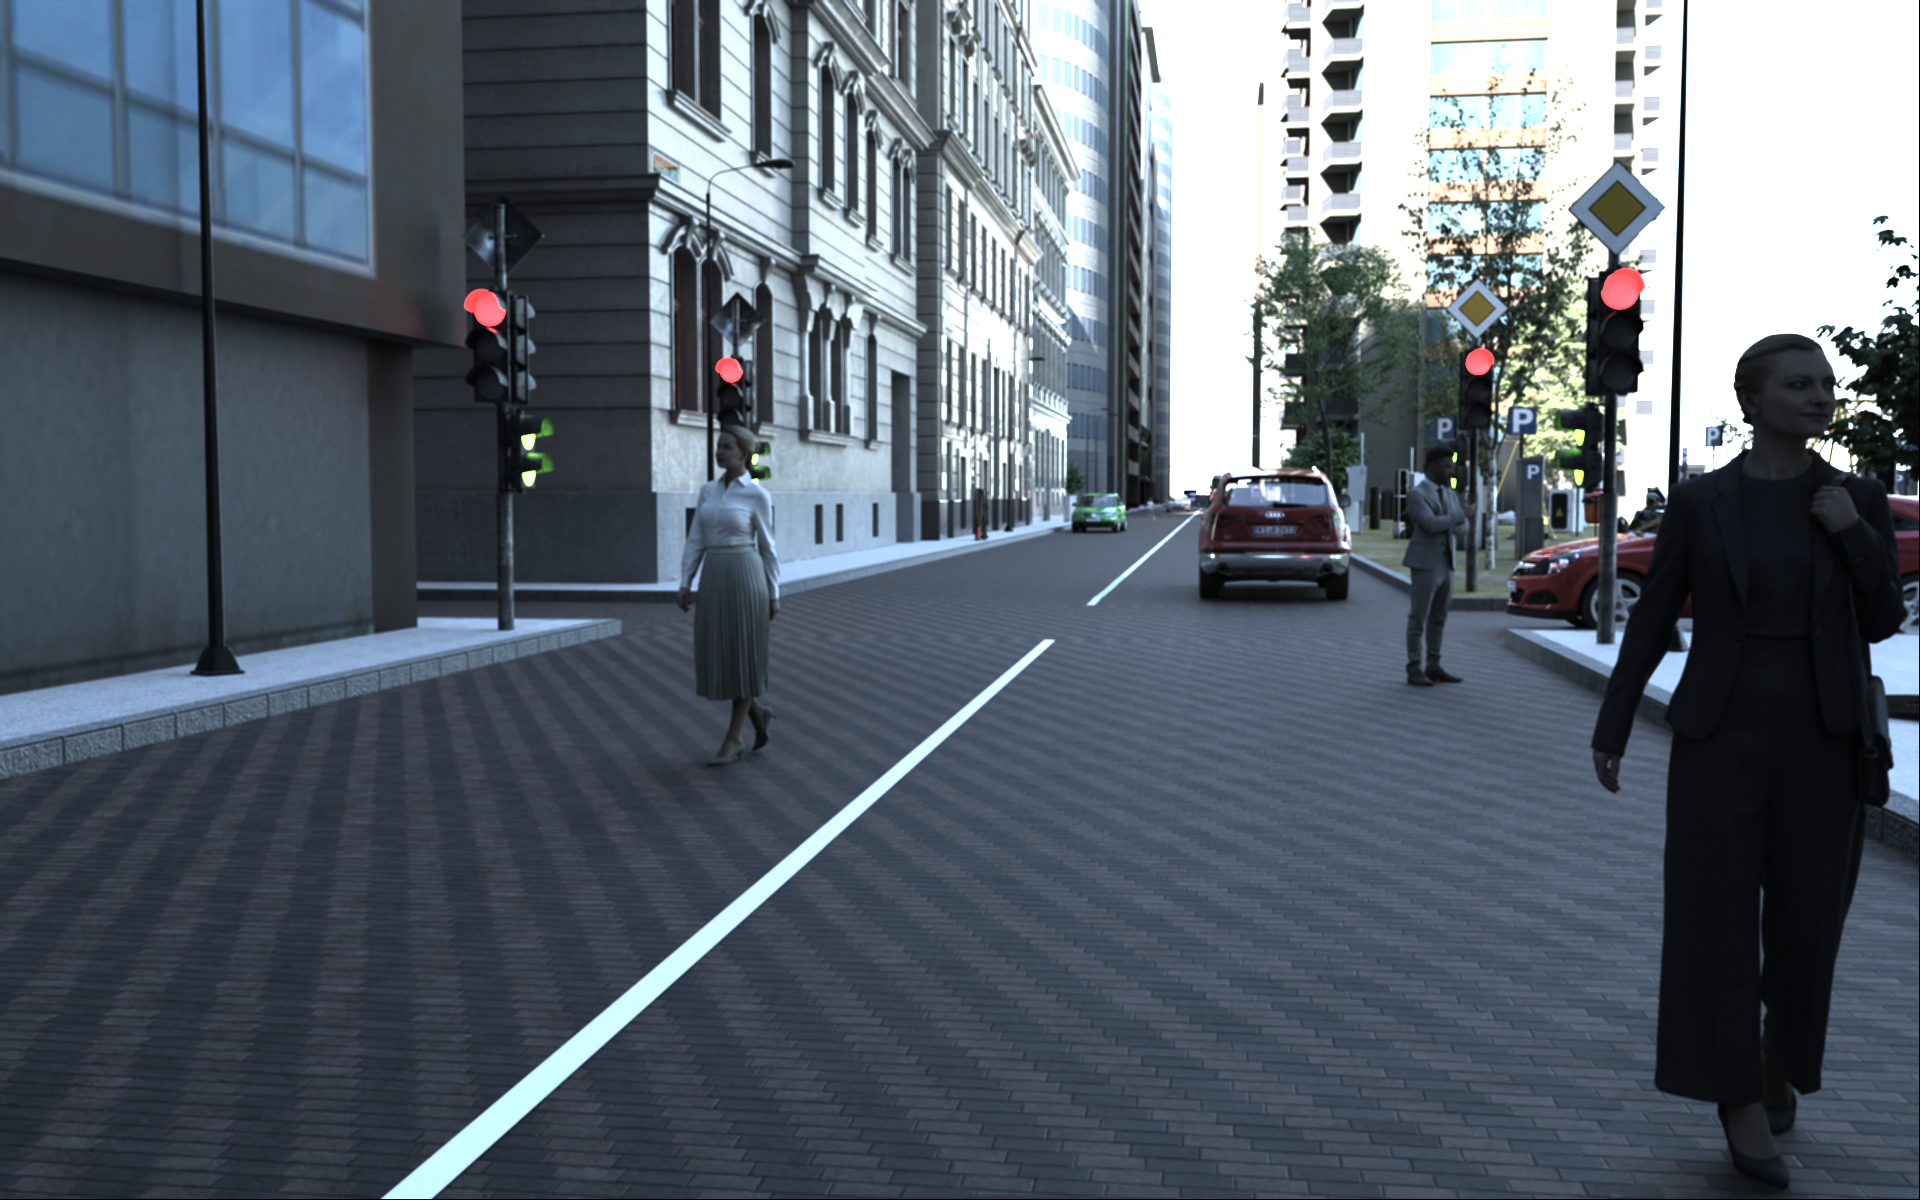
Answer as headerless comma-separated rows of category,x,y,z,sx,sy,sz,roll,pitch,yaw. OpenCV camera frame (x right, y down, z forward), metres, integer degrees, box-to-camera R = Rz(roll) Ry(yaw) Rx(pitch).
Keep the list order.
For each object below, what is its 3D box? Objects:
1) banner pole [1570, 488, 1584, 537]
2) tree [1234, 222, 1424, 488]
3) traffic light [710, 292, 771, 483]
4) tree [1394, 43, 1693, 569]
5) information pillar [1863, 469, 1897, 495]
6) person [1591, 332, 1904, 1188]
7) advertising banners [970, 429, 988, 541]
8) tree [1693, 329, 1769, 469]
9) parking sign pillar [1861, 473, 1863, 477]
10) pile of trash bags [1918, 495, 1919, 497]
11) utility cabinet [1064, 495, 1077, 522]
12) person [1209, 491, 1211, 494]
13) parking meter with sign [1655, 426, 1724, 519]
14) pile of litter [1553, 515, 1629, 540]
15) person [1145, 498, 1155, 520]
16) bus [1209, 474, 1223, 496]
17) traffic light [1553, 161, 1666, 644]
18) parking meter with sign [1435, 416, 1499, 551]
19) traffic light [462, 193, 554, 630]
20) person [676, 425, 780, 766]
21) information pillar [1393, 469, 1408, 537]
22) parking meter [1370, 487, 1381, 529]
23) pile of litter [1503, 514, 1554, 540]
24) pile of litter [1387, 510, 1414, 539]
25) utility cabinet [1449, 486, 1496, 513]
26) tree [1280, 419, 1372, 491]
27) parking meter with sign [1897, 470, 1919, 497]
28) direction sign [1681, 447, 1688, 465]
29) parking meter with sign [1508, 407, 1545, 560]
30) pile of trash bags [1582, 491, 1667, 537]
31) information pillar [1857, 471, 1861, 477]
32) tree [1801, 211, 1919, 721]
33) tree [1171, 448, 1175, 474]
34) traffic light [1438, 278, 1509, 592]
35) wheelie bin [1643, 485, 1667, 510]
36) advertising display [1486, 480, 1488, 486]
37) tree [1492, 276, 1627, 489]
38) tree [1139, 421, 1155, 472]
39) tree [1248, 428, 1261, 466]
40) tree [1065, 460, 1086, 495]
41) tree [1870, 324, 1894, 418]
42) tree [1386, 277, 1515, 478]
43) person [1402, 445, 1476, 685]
banner pole,18.568,-3.789,51.969,0.401,3.779,0.863,1,4,17
tree,14.218,-8.639,67.010,9.928,11.665,9.643,0,3,0
traffic light,-3.090,-2.153,24.127,0.839,4.253,0.868,1,4,8
tree,9.291,-4.835,29.410,4.360,8.622,3.978,0,3,0
information pillar,11.789,-1.085,22.227,0.304,2.012,0.304,0,4,4
person,1.720,0.315,3.770,0.576,1.772,0.534,0,4,-3
advertising banners,0.510,-3.144,47.594,0.090,3.025,2.074,1,4,14
tree,35.231,-7.802,77.926,4.360,8.622,3.978,0,3,0
parking sign pillar,33.267,-4.549,62.847,1.447,3.967,1.447,-2,4,-33
pile of trash bags,20.873,-1.724,37.940,1.912,1.369,3.447,3,5,40
utility cabinet,5.068,-4.192,79.699,0.306,1.237,1.020,1,4,23
person,27.917,-11.323,193.708,0.705,1.814,1.350,2,4,33
parking meter with sign,18.499,-2.920,44.003,1.738,3.016,0.543,-1,4,-22
pile of litter,13.170,-1.310,35.382,1.719,0.858,1.176,-3,5,-42
person,10.481,-5.013,95.484,0.505,1.210,0.382,-1,4,-9
bus,25.215,-10.423,165.272,2.948,3.499,13.247,1,4,8
traffic light,5.537,-1.582,14.788,0.839,4.253,0.868,1,4,8
parking meter with sign,11.603,-2.647,39.540,1.738,3.016,0.543,-3,4,-36
traffic light,-4.268,-1.670,16.229,0.839,4.253,0.868,1,4,8
person,-1.197,-0.039,9.362,0.478,1.798,0.641,2,4,33
information pillar,13.093,-2.874,51.478,0.304,2.012,0.304,-1,4,-18
parking meter,15.168,-3.356,63.289,0.372,1.533,0.369,0,3,0
pile of litter,16.207,-2.155,49.204,1.176,0.858,1.719,-1,4,-10
pile of litter,13.024,-2.175,49.527,1.176,0.858,1.719,-2,4,-26
utility cabinet,13.730,-2.307,46.398,1.173,1.500,0.318,2,4,28
tree,16.217,-5.613,75.491,4.285,4.588,4.351,0,3,0
parking meter with sign,29.548,-3.537,54.096,1.738,3.016,0.543,2,4,25
direction sign,34.746,-5.607,83.673,0.379,3.537,0.876,-2,4,-32
parking meter with sign,11.142,-2.304,33.939,0.543,3.016,1.738,0,4,8
pile of trash bags,19.038,-2.342,48.042,3.447,1.369,1.912,0,4,7
information pillar,46.228,-5.966,88.896,0.504,3.616,0.183,1,4,18
tree,5.843,-0.952,10.169,1.663,3.219,1.824,0,3,0
tree,30.214,-18.754,256.981,4.360,8.622,3.978,0,3,0
traffic light,6.715,-2.065,22.686,0.839,4.253,0.868,1,4,8
wheelie bin,29.373,-3.996,73.235,0.980,1.594,0.693,2,4,32
advertising display,23.836,-4.409,77.305,0.974,1.923,0.123,-2,4,-33
tree,31.219,-10.567,90.894,7.486,12.596,7.792,0,3,0
tree,17.331,-13.640,173.374,4.360,8.622,3.978,0,3,0
tree,31.882,-14.027,179.702,4.360,8.622,3.978,0,3,0
tree,6.438,-6.331,98.107,1.663,3.219,1.824,0,3,0
tree,38.193,-7.441,72.021,4.360,8.622,3.978,0,3,0
tree,16.653,-6.571,57.800,4.737,8.622,4.395,0,3,0
person,3.617,-0.266,13.036,0.466,1.800,0.511,3,5,40
